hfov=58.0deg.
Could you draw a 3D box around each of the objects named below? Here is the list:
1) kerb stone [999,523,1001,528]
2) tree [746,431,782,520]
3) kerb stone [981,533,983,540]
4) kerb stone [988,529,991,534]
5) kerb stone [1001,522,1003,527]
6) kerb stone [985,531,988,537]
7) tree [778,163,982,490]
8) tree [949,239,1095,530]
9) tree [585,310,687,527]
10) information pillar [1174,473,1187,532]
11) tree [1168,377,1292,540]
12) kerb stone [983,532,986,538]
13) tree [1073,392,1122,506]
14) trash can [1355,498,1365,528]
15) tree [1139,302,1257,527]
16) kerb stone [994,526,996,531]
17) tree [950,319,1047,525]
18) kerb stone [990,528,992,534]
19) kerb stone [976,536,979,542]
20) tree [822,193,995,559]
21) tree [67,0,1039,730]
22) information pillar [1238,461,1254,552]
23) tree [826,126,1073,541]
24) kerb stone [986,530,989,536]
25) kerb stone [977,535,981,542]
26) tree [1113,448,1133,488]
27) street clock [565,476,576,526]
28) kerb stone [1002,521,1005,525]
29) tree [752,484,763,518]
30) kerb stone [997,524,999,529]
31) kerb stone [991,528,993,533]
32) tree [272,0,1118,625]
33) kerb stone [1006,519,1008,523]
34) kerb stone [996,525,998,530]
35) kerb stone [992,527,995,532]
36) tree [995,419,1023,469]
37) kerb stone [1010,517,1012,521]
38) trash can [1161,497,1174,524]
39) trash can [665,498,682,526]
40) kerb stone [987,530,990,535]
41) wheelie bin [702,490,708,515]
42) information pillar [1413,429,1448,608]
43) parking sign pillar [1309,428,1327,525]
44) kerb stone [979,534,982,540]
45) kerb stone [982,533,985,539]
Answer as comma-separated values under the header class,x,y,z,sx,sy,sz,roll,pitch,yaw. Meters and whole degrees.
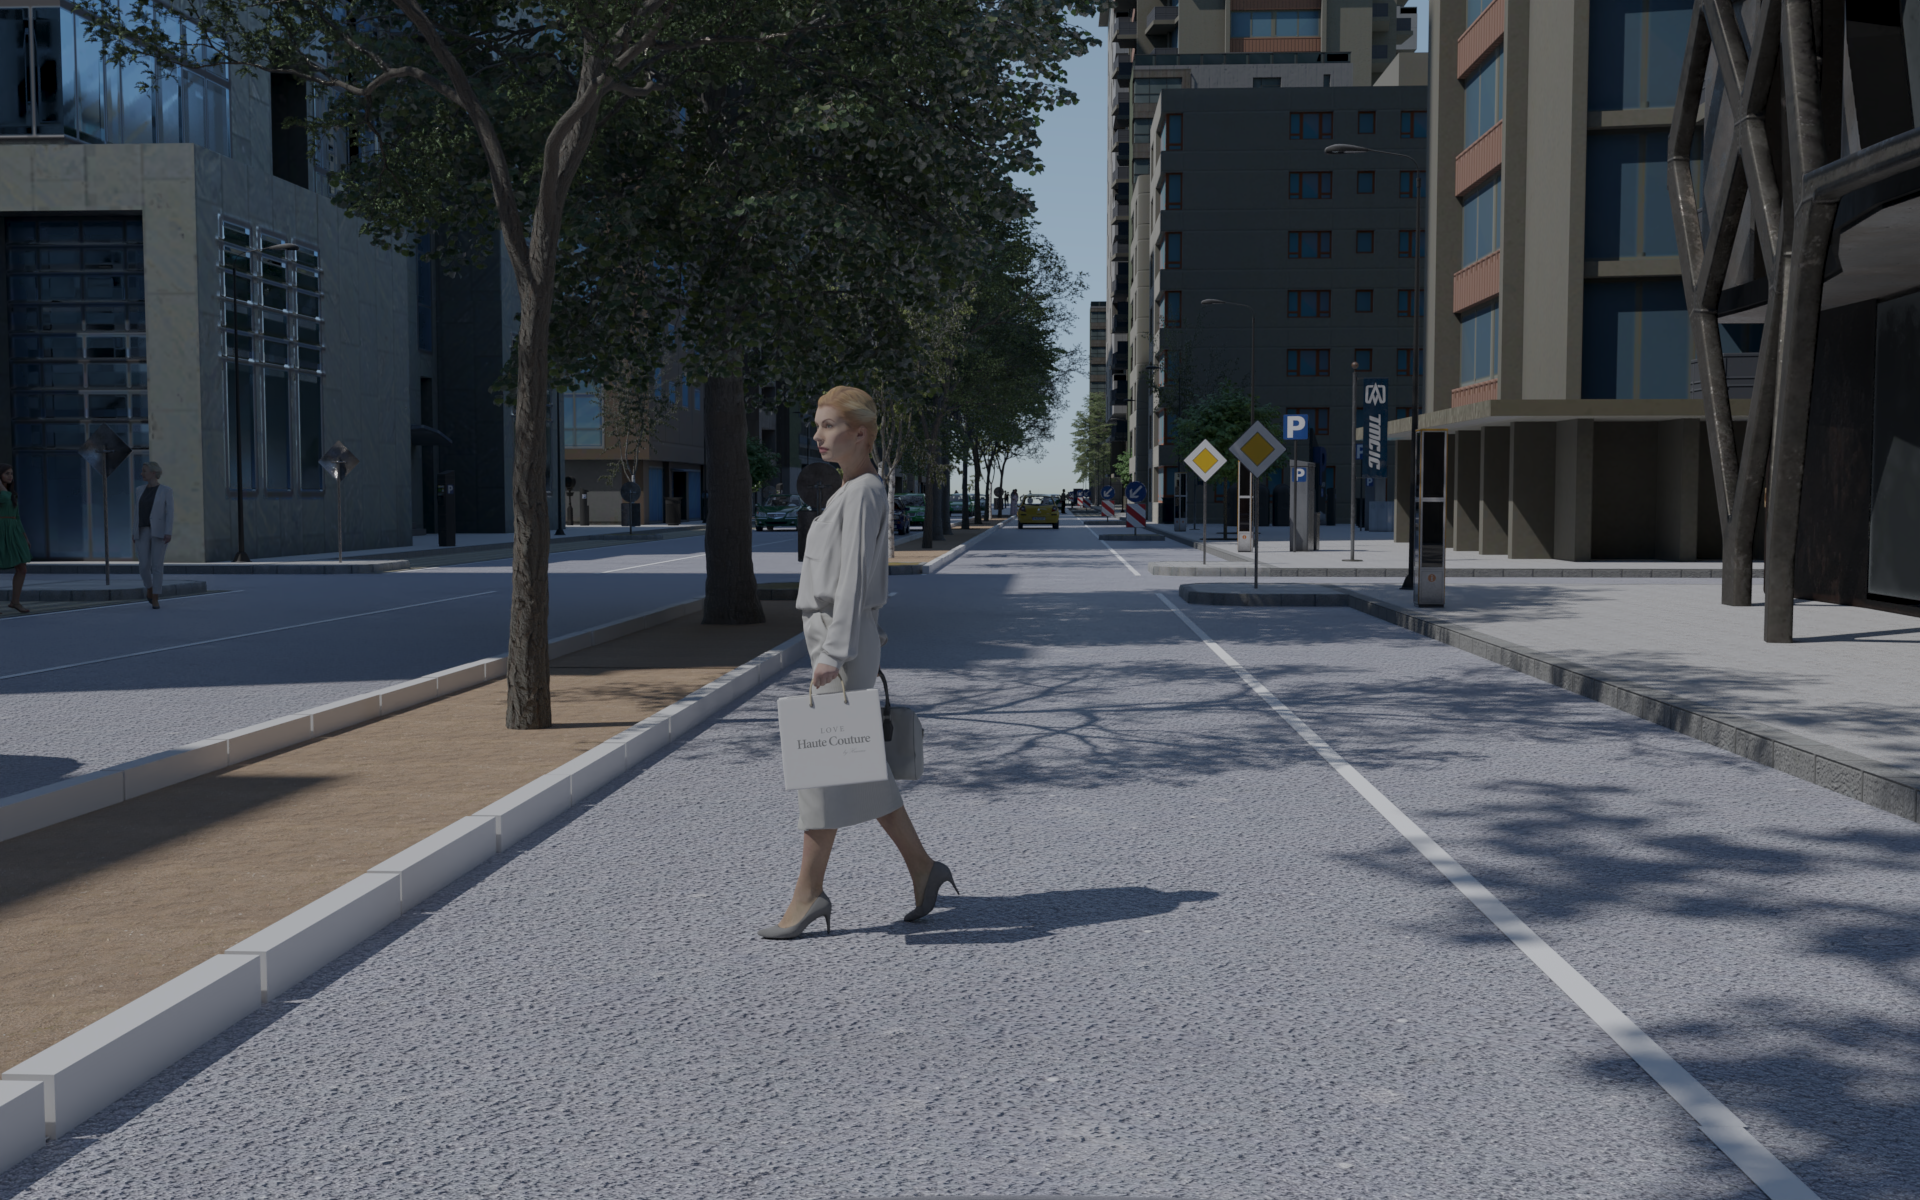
class,x,y,z,sx,sy,sz,roll,pitch,yaw
kerb stone,1.491,-2.946,70.376,0.120,0.150,1.000,0,4,3
tree,-10.824,-6.361,87.718,4.285,4.588,4.351,0,3,0
kerb stone,0.561,-1.877,52.977,0.120,0.150,1.000,0,4,3
kerb stone,0.898,-2.257,59.116,0.120,0.150,1.000,0,4,3
kerb stone,1.646,-3.134,73.452,0.120,0.150,1.000,0,4,3
kerb stone,0.730,-2.069,56.043,0.120,0.150,1.000,0,4,3
tree,-1.508,-4.945,33.672,4.360,8.622,3.978,0,3,0
tree,0.192,-9.589,69.612,12.009,13.543,11.850,0,3,0
tree,-12.706,-7.162,67.466,4.360,8.622,3.978,0,3,0
information pillar,7.538,-3.347,59.212,0.304,2.012,0.304,-2,4,-32
tree,7.531,-3.961,48.474,4.285,4.588,4.351,0,3,0
kerb stone,0.673,-2.008,55.023,0.120,0.150,1.000,0,4,3
tree,15.429,-16.748,191.949,7.486,12.596,7.792,0,3,0
trash can,15.416,-3.326,66.039,0.748,1.137,0.748,0,3,0
tree,8.926,-7.118,66.740,4.360,8.622,3.978,0,3,0
kerb stone,1.156,-2.571,64.237,0.120,0.150,1.000,0,4,3
tree,0.744,-9.366,81.346,9.928,11.665,9.643,0,3,0
kerb stone,0.948,-2.317,60.150,0.120,0.150,1.000,0,4,3
kerb stone,0.399,-1.695,49.910,0.120,0.150,1.000,0,4,3
tree,-1.566,-5.242,38.523,4.737,8.622,4.395,0,3,0
tree,-2.677,-4.468,9.916,8.767,10.594,7.601,0,4,3
information pillar,6.297,-2.059,38.157,0.304,2.012,0.304,1,4,19
tree,-0.634,-8.054,52.259,7.486,12.596,7.792,0,3,0
kerb stone,0.784,-2.125,57.064,0.120,0.150,1.000,0,4,3
kerb stone,0.450,-1.758,50.931,0.120,0.150,1.000,0,4,3
tree,11.293,-7.657,108.898,4.285,4.588,4.351,0,3,0
street clock,-15.921,-4.044,70.690,0.471,2.002,0.358,2,4,24
kerb stone,1.763,-3.260,75.503,0.120,0.150,1.000,0,4,3
tree,-11.072,-5.964,92.120,1.663,3.219,1.824,0,3,0
kerb stone,1.381,-2.822,68.331,0.120,0.150,1.000,0,4,3
kerb stone,0.996,-2.382,61.170,0.120,0.150,1.000,0,4,3
tree,-2.503,-6.698,18.628,9.857,13.997,8.962,0,3,0
kerb stone,2.027,-3.574,80.626,0.120,0.150,1.000,0,4,3
kerb stone,1.269,-2.696,66.281,0.120,0.150,1.000,0,4,3
kerb stone,1.105,-2.507,63.213,0.120,0.150,1.000,0,4,3
tree,1.682,-8.818,97.001,4.737,8.622,4.395,0,3,0
kerb stone,2.415,-4.011,87.781,0.120,0.150,1.000,0,4,3
trash can,8.943,-3.812,73.983,0.748,1.137,0.748,0,3,0
trash can,-11.664,-3.596,70.455,0.748,1.137,0.748,0,3,0
kerb stone,0.836,-2.195,58.089,0.120,0.150,1.000,0,4,3
wheelie bin,-11.191,-4.277,77.844,0.693,1.594,0.980,2,4,24
information pillar,5.329,-0.926,19.626,0.304,2.012,0.304,0,4,4
parking sign pillar,14.720,-5.066,71.307,1.447,3.967,1.447,2,4,25
kerb stone,0.510,-1.820,51.951,0.120,0.150,1.000,0,4,3
kerb stone,0.617,-1.945,53.997,0.120,0.150,1.000,0,4,3
